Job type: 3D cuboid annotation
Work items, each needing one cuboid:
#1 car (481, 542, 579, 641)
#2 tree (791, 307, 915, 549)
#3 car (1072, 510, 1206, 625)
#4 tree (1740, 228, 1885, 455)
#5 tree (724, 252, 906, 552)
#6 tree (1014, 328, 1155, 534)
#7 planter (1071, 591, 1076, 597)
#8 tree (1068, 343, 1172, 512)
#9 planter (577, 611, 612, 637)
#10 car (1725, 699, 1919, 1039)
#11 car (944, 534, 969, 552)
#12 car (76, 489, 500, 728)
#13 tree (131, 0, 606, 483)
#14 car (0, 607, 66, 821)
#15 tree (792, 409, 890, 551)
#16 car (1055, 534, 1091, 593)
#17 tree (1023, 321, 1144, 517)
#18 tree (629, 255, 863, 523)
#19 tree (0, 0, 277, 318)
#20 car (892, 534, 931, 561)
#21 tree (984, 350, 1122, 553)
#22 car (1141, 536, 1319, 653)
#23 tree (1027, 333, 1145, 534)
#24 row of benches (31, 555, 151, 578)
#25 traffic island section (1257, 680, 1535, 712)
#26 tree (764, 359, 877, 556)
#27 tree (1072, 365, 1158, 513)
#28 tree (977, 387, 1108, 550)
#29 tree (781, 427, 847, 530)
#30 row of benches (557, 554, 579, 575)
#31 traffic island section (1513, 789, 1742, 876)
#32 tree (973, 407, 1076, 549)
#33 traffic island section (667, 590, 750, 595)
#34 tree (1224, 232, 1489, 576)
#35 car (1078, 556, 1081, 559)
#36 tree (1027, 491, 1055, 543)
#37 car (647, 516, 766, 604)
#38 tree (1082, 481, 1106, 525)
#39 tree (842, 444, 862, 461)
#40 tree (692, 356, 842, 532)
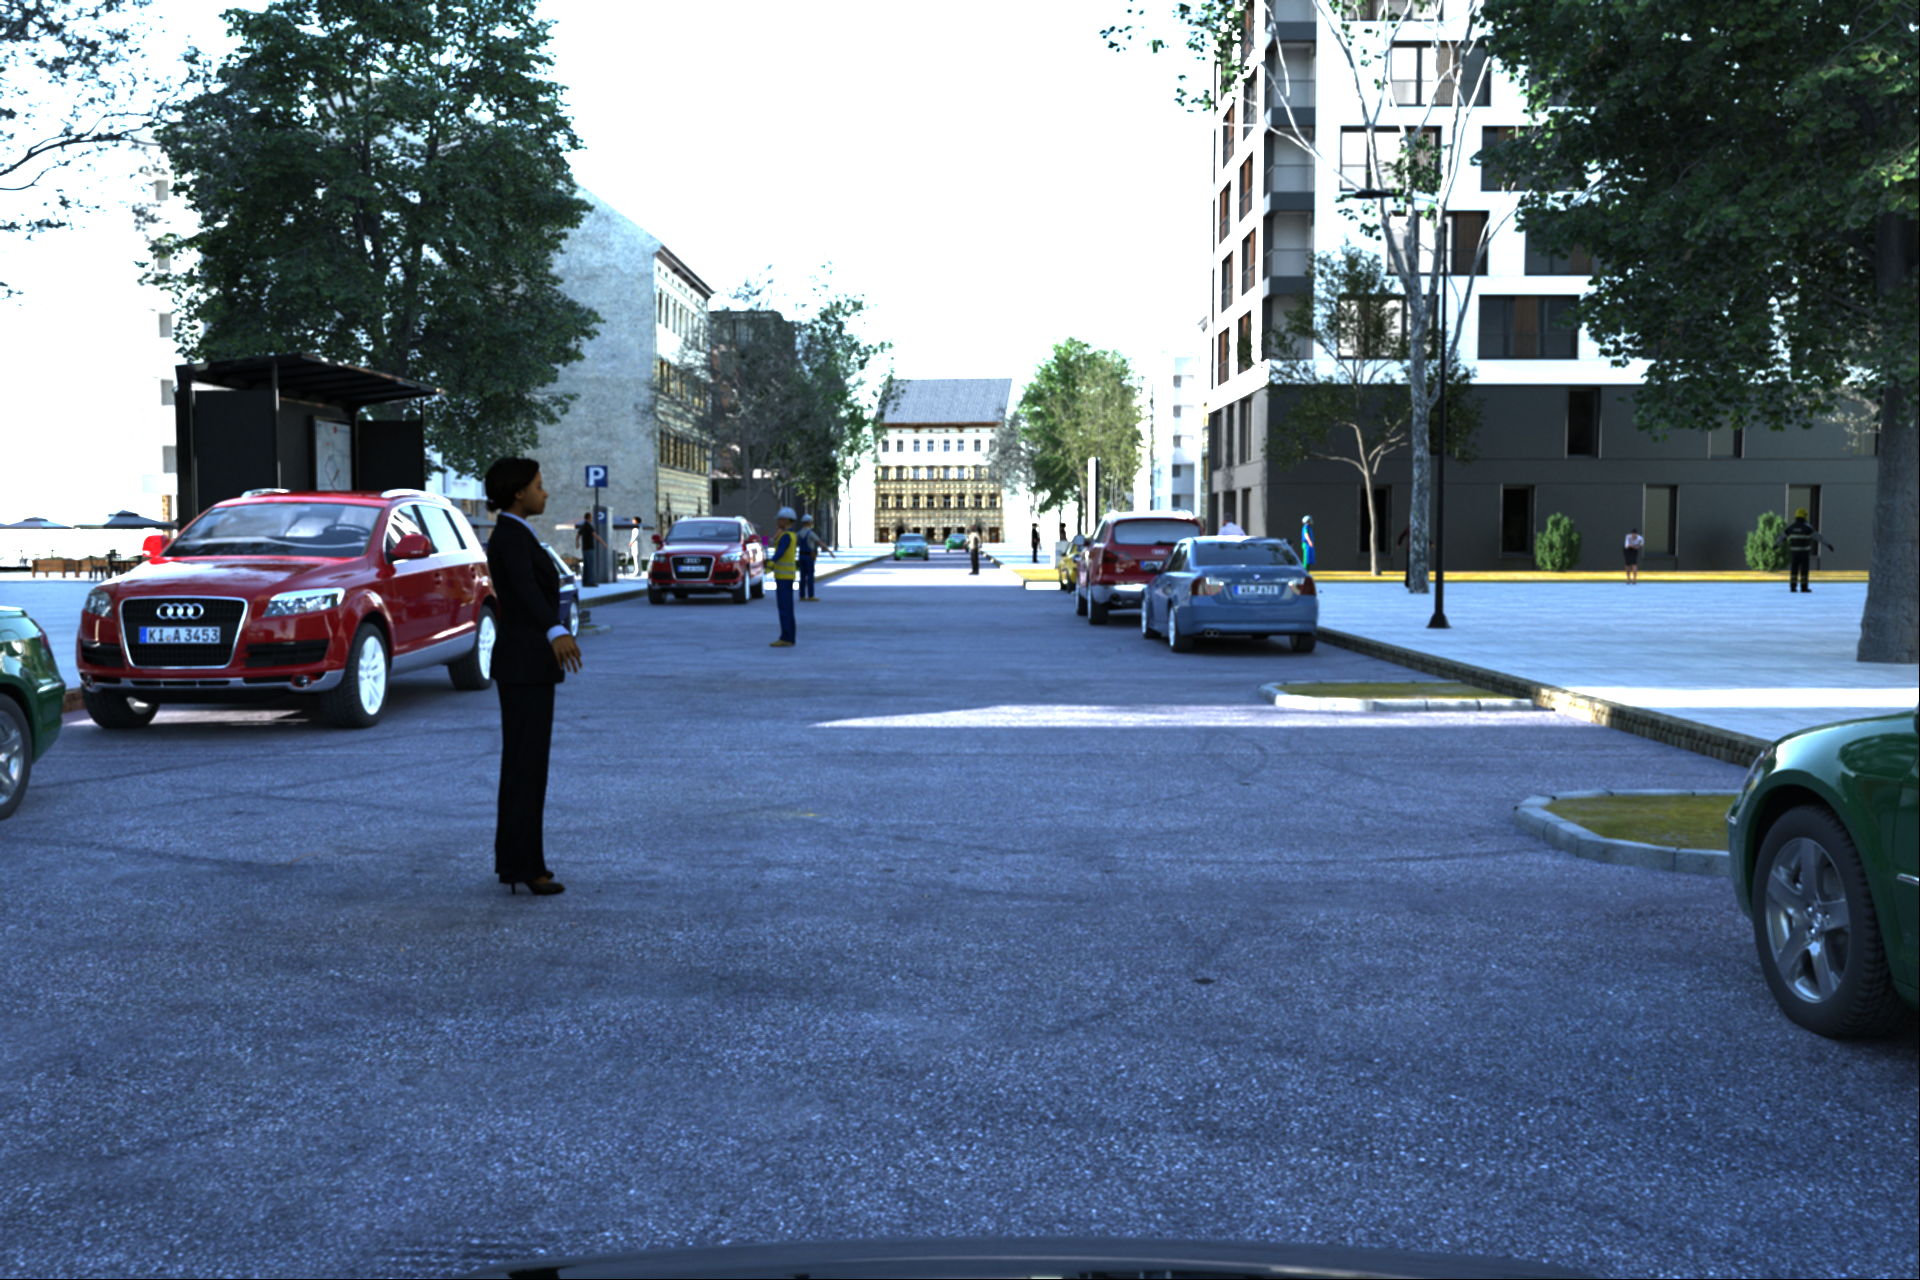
[{"bbox_3d":[-6.010,-0.567,21.848,1.945,1.354,3.894,0,4,0],"label":"car"},{"bbox_3d":[-10.783,-17.790,146.762,12.611,20.169,13.585,0,3,0],"label":"tree"},{"bbox_3d":[3.051,-1.237,28.891,2.281,1.827,5.304,0,4,0],"label":"car"},{"bbox_3d":[27.371,-8.427,48.144,12.009,13.543,11.850,0,3,0],"label":"tree"},{"bbox_3d":[-10.116,-16.092,118.989,12.611,20.169,13.585,0,3,0],"label":"tree"},{"bbox_3d":[6.312,-9.930,88.115,9.928,11.665,9.643,0,3,0],"label":"tree"},{"bbox_3d":[3.591,-1.168,40.243,1.991,0.319,1.994,0,4,-1],"label":"planter"},{"bbox_3d":[5.889,-7.172,67.627,4.360,8.622,3.978,0,3,0],"label":"tree"},{"bbox_3d":[-6.101,-0.232,24.933,1.991,0.319,1.994,0,4,0],"label":"planter"},{"bbox_3d":[3.373,0.503,3.573,2.131,1.459,4.920,0,4,-2],"label":"car"},{"bbox_3d":[-0.195,-7.630,136.548,2.131,1.459,4.920,0,4,0],"label":"car"},{"bbox_3d":[-5.349,-0.354,14.457,2.281,1.827,5.304,0,3,0],"label":"car"},{"bbox_3d":[-11.890,-7.907,35.931,9.857,13.997,8.962,0,3,0],"label":"tree"},{"bbox_3d":[-5.681,0.278,7.249,2.131,1.459,4.920,0,3,0],"label":"car"},{"bbox_3d":[-9.478,-12.689,133.227,9.928,11.665,9.643,0,3,0],"label":"tree"},{"bbox_3d":[3.418,-2.023,43.295,2.015,1.641,3.980,0,4,-1],"label":"car"},{"bbox_3d":[4.868,-6.659,59.242,4.360,8.622,3.978,0,3,0],"label":"tree"},{"bbox_3d":[-9.098,-10.106,75.603,12.009,13.543,11.850,0,3,0],"label":"tree"},{"bbox_3d":[-12.270,-6.480,16.313,12.009,13.543,11.850,0,3,0],"label":"tree"},{"bbox_3d":[-2.596,-4.971,93.077,2.131,1.459,4.920,0,4,-1],"label":"car"},{"bbox_3d":[6.668,-12.585,116.132,12.009,13.543,11.850,0,3,0],"label":"tree"},{"bbox_3d":[3.403,-0.627,22.251,2.014,1.417,4.499,0,4,-1],"label":"car"},{"bbox_3d":[7.164,-11.035,98.554,7.486,12.596,7.792,0,3,0],"label":"tree"},{"bbox_3d":[-25.063,-2.148,50.583,4.104,0.672,1.422,1,4,10],"label":"row of benches"},{"bbox_3d":[3.630,0.483,14.965,1.991,0.108,1.994,0,4,-1],"label":"traffic island section"},{"bbox_3d":[-8.483,-10.821,102.683,9.928,11.665,9.643,0,3,0],"label":"tree"},{"bbox_3d":[6.606,-7.656,75.533,4.360,8.622,3.978,0,3,0],"label":"tree"},{"bbox_3d":[6.239,-13.873,137.187,12.009,13.543,11.850,0,3,0],"label":"tree"},{"bbox_3d":[-9.256,-9.706,109.056,4.737,8.622,4.395,0,3,0],"label":"tree"},{"bbox_3d":[-13.960,-2.352,53.914,4.104,0.672,1.422,0,4,7],"label":"row of benches"},{"bbox_3d":[3.725,0.899,8.162,1.991,0.108,1.994,0,4,-1],"label":"traffic island section"},{"bbox_3d":[6.285,-14.762,151.723,12.009,13.543,11.850,0,3,0],"label":"tree"},{"bbox_3d":[-6.107,-1.149,41.660,1.991,0.108,1.994,0,4,-1],"label":"traffic island section"},{"bbox_3d":[12.664,-7.268,53.243,8.767,10.594,7.601,-2,4,-29],"label":"tree"},{"bbox_3d":[3.544,-1.497,37.056,1.945,1.354,3.894,0,4,-1],"label":"car"},{"bbox_3d":[11.766,-17.493,236.376,4.360,8.622,3.978,0,3,0],"label":"tree"},{"bbox_3d":[-5.365,-1.742,37.155,2.281,1.827,5.304,0,4,0],"label":"car"},{"bbox_3d":[20.295,-19.856,242.773,7.486,12.596,7.792,0,3,0],"label":"tree"},{"bbox_3d":[-19.647,-23.650,242.571,12.611,20.169,13.585,0,3,0],"label":"tree"},{"bbox_3d":[-9.558,-9.574,90.954,7.601,10.594,8.767,3,4,36],"label":"tree"}]
